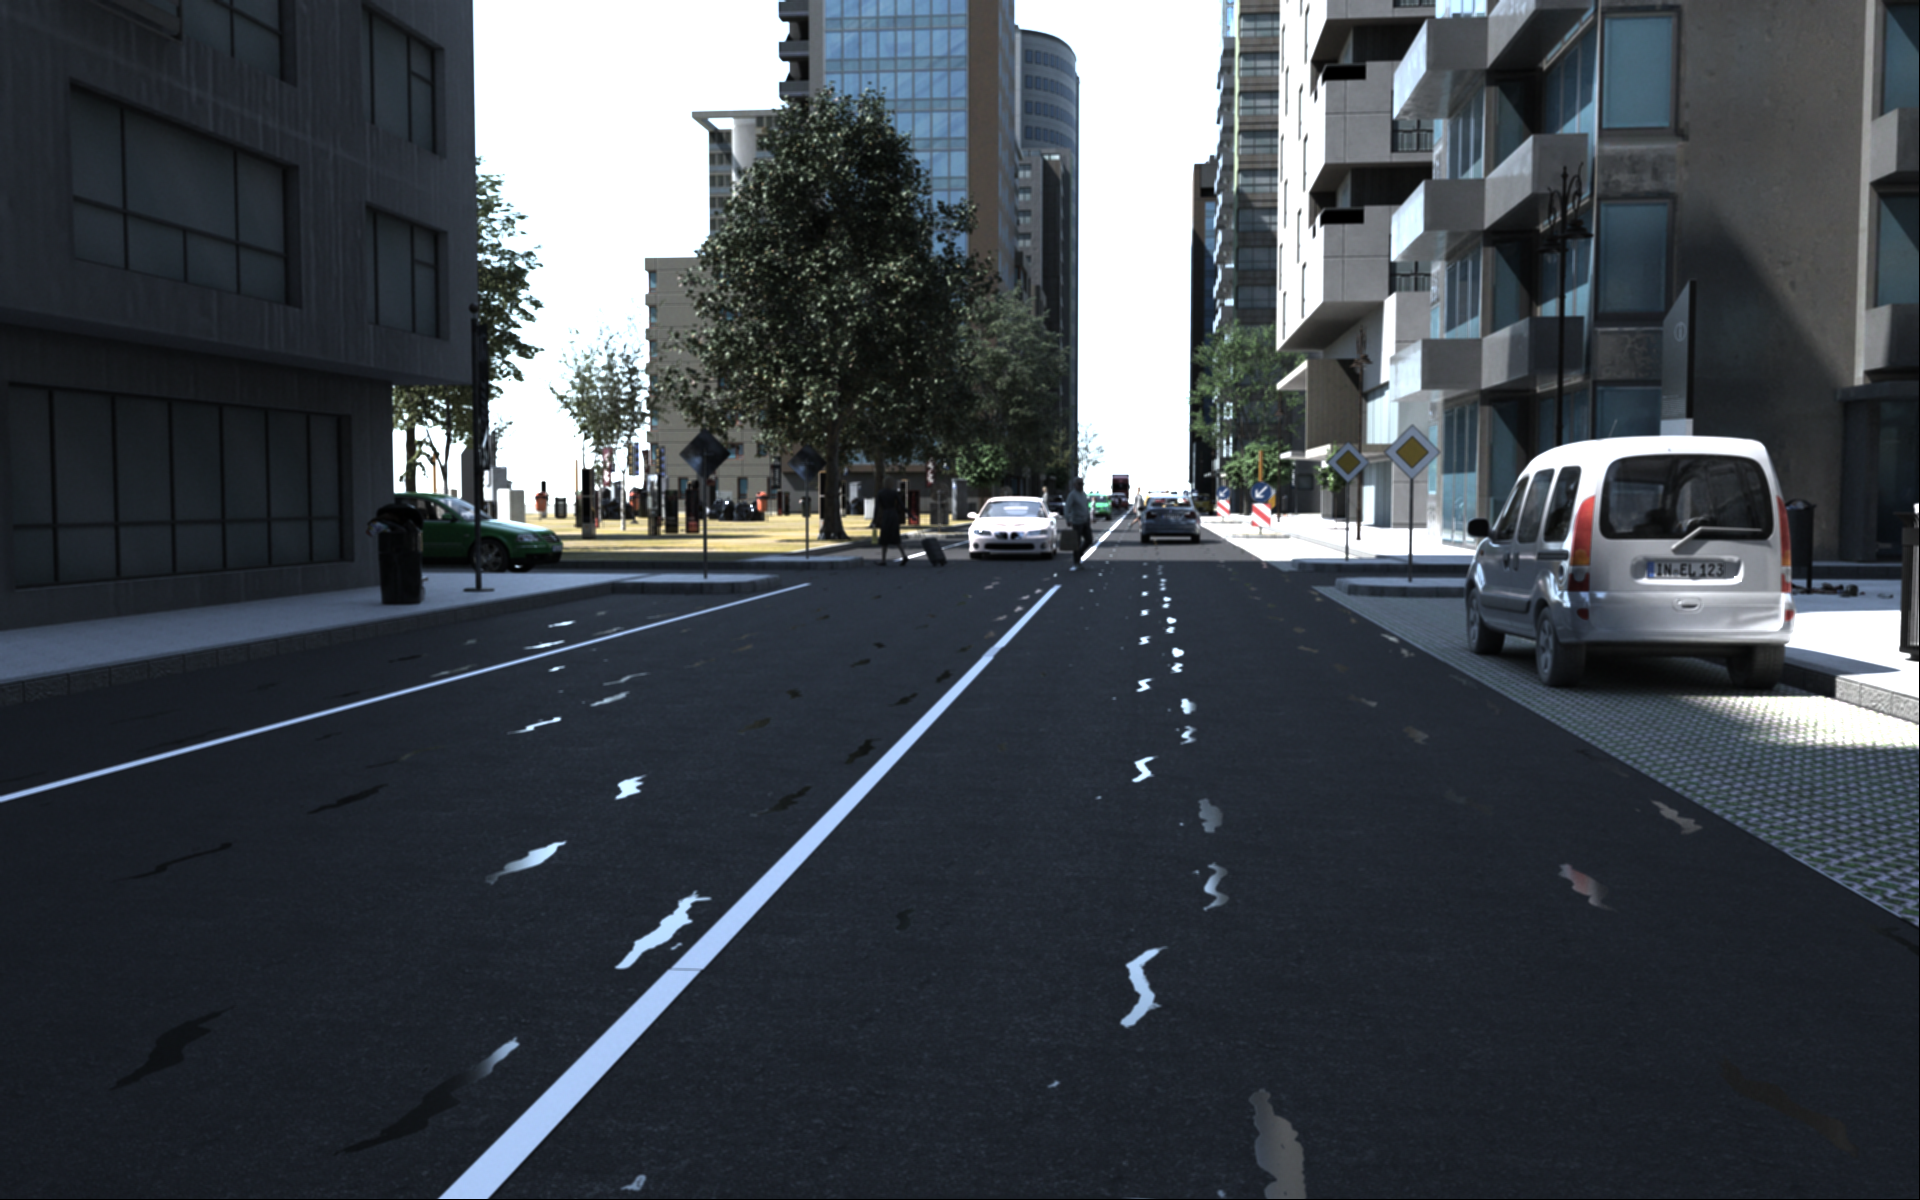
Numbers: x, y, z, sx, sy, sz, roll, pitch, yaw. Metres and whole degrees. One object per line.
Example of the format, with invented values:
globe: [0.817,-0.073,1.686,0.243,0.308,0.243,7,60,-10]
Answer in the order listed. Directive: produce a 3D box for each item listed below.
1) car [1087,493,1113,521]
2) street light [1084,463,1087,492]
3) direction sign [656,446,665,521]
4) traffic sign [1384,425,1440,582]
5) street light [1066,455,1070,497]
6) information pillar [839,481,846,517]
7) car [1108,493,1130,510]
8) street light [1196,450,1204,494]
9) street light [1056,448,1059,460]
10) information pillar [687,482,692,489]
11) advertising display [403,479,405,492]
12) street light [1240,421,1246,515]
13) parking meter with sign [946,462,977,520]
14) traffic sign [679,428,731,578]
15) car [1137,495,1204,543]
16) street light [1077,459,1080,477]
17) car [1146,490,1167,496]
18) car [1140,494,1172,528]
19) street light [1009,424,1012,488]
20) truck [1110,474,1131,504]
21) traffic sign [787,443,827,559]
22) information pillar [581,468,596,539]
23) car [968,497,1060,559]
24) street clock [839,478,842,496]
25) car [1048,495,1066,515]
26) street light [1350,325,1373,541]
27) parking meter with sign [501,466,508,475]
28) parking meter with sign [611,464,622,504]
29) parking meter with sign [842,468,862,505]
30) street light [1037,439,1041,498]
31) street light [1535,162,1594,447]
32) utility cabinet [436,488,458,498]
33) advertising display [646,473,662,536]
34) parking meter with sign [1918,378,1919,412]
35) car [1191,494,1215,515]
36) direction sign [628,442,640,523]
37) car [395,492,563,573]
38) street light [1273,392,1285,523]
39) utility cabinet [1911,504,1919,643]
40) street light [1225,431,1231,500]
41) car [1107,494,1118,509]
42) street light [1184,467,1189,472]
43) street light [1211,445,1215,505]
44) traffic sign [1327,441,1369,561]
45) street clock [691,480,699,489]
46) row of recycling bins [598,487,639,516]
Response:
car: [7.380,-5.255,94.714,1.959,1.807,4.718,0,4,6]
street light: [18.314,-17.108,252.508,0.468,5.910,1.993,0,4,6]
direction sign: [-14.194,-5.509,82.070,0.379,3.537,0.876,-3,4,-37]
traffic sign: [6.558,-1.318,25.185,0.795,2.450,0.064,0,4,6]
street light: [12.015,-13.496,193.441,0.468,5.910,1.993,0,4,6]
information pillar: [-6.572,-5.651,96.886,0.304,2.012,0.304,-2,4,-29]
car: [14.806,-9.348,161.872,2.155,1.783,4.494,0,4,5]
street light: [25.548,-12.876,183.317,0.468,5.910,1.993,0,4,6]
street light: [9.543,-12.078,170.264,0.468,5.910,1.993,0,4,6]
information pillar: [-16.859,-6.346,108.254,0.304,2.012,0.304,1,4,13]
advertising display: [-24.026,-4.305,75.607,0.123,1.923,0.974,-3,5,-44]
street light: [17.381,-8.205,106.938,0.468,5.910,1.993,0,4,6]
parking meter with sign: [0.012,-5.451,85.385,1.738,3.016,0.543,-3,4,-37]
traffic sign: [-3.874,-1.387,26.321,0.795,2.450,0.064,0,4,6]
car: [6.326,-2.449,52.044,2.014,1.417,4.499,0,4,7]
street light: [15.262,-15.301,222.964,0.468,5.910,1.993,0,4,6]
car: [18.488,-9.368,161.838,2.281,1.827,5.304,0,4,6]
car: [8.412,-3.828,72.818,2.015,1.641,3.980,0,4,5]
street light: [3.211,-8.445,110.859,0.468,5.910,1.993,0,4,6]
truck: [22.496,-15.517,242.613,2.839,4.237,11.283,0,4,6]
traffic sign: [-3.022,-1.873,34.261,0.795,2.450,0.064,0,4,6]
information pillar: [-10.606,-2.750,49.449,0.304,2.012,0.304,1,4,12]
car: [1.259,-1.673,39.708,2.083,1.381,4.827,0,4,5]
street clock: [-5.426,-4.427,76.950,0.358,2.002,0.471,-1,4,-18]
car: [6.387,-6.540,119.505,1.945,1.354,3.894,0,4,6]
street light: [10.976,-4.571,47.521,0.468,5.910,1.993,0,4,6]
parking meter with sign: [-28.331,-6.782,107.146,0.543,3.016,1.738,-1,4,-9]
parking meter with sign: [-19.027,-6.085,95.743,0.543,3.016,1.738,-2,4,-29]
parking meter with sign: [-6.659,-6.972,110.249,1.738,3.016,0.543,2,4,33]
street light: [6.387,-10.254,140.442,0.468,5.910,1.993,0,4,6]
street light: [8.521,-3.167,24.572,0.468,5.910,1.993,0,4,6]
utility cabinet: [-19.758,-3.555,66.802,0.318,1.500,1.173,-3,5,-44]
advertising display: [-9.535,-2.981,53.958,0.123,1.923,0.974,-2,4,-32]
parking meter with sign: [14.244,-1.725,24.462,0.543,3.016,1.738,0,4,1]
car: [16.529,-6.658,119.080,2.015,1.641,3.980,0,4,5]
direction sign: [-14.228,-5.112,75.578,0.379,3.537,0.876,-3,5,-43]
car: [-9.464,-1.350,30.869,4.718,1.807,1.959,0,4,5]
street light: [14.270,-6.398,77.401,0.468,5.910,1.993,0,4,6]
utility cabinet: [8.760,-0.227,14.872,1.020,1.237,0.306,0,4,2]
street light: [19.165,-9.256,124.120,0.468,5.910,1.993,0,4,6]
car: [14.675,-9.661,169.952,2.014,1.417,4.499,0,4,7]
street light: [34.531,-17.922,265.813,0.468,5.910,1.993,0,4,6]
street light: [22.459,-11.061,153.638,0.468,5.910,1.993,0,4,6]
traffic sign: [7.410,-1.803,33.124,0.795,2.450,0.064,0,4,6]
street clock: [-13.620,-5.168,89.073,0.358,2.002,0.471,1,4,18]
row of recycling bins: [-19.091,-5.658,99.623,3.534,1.692,1.069,-1,4,-22]
